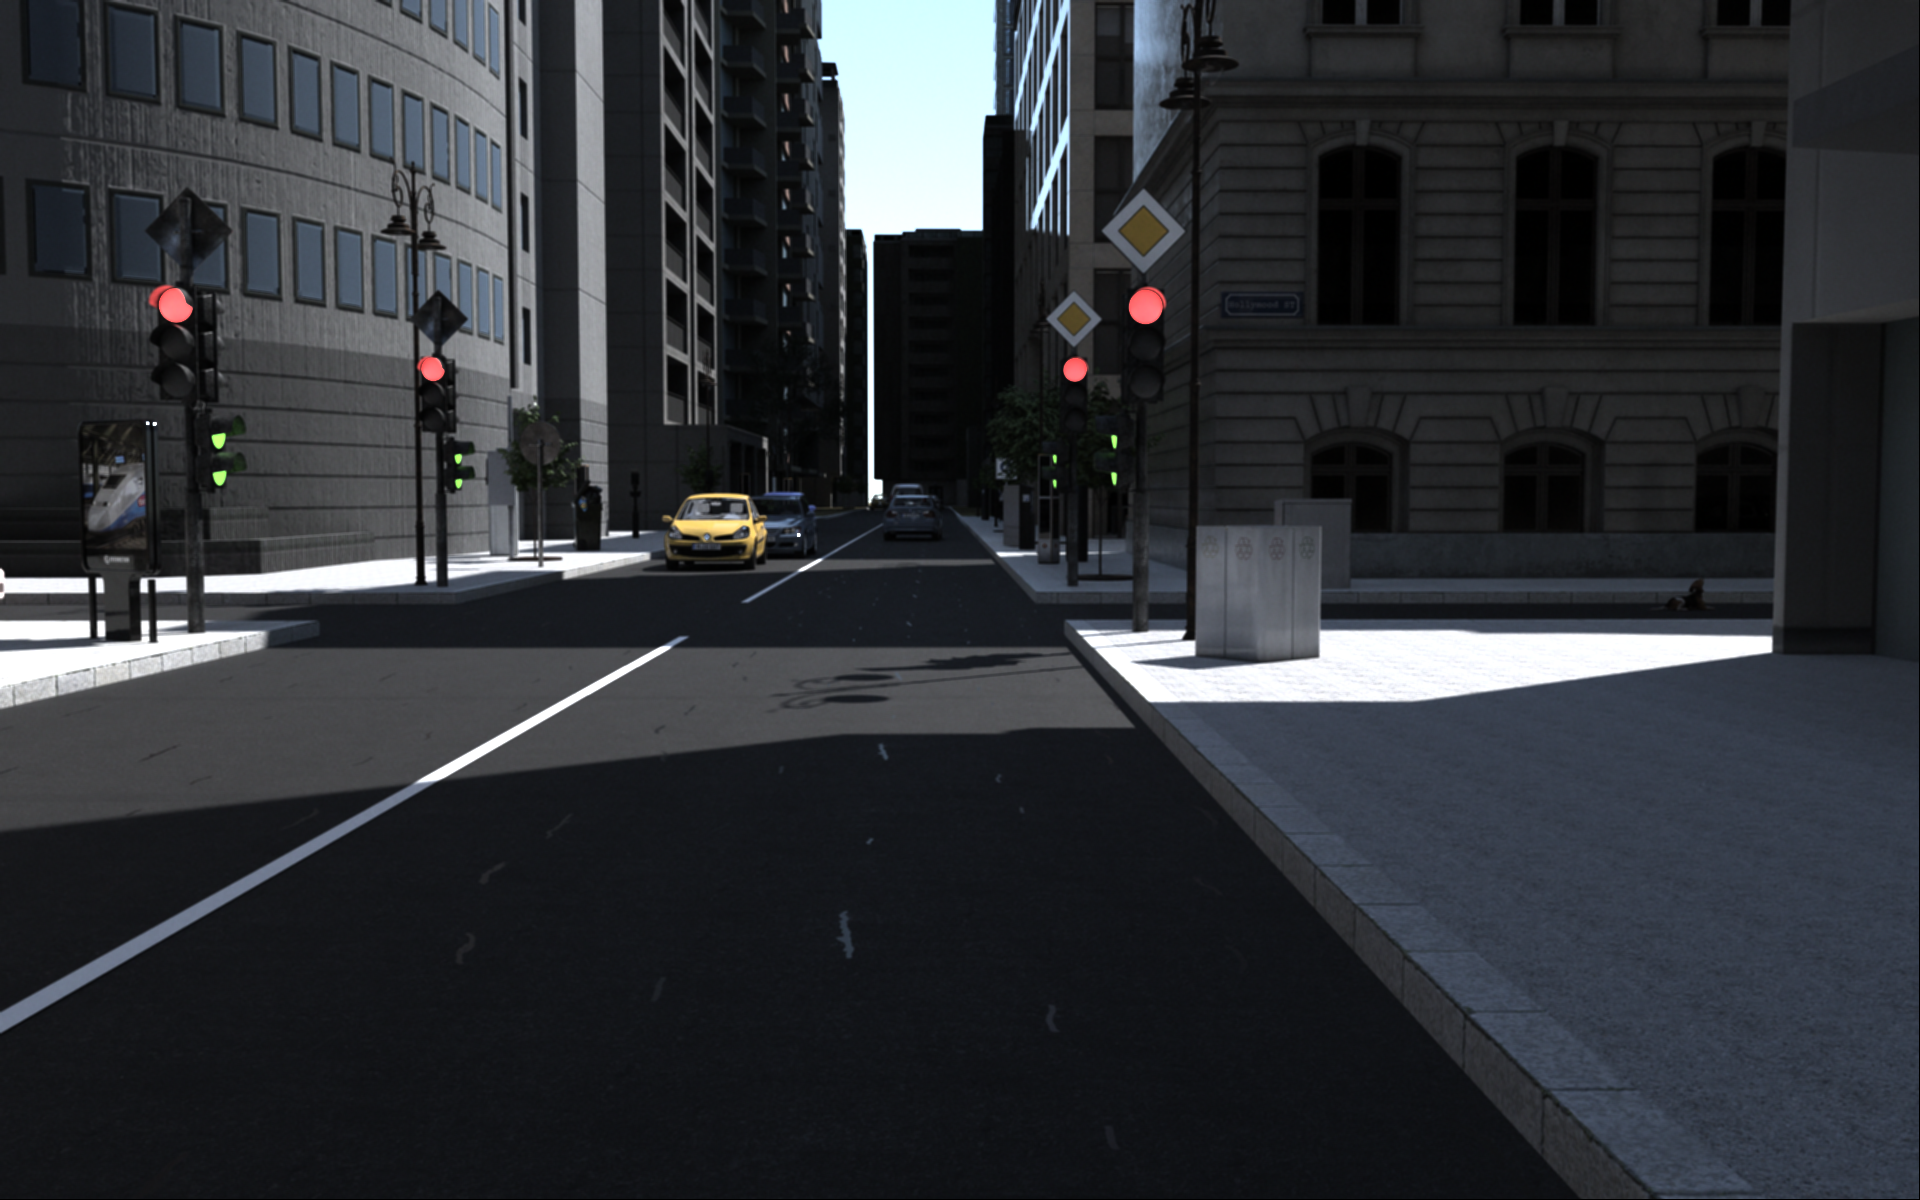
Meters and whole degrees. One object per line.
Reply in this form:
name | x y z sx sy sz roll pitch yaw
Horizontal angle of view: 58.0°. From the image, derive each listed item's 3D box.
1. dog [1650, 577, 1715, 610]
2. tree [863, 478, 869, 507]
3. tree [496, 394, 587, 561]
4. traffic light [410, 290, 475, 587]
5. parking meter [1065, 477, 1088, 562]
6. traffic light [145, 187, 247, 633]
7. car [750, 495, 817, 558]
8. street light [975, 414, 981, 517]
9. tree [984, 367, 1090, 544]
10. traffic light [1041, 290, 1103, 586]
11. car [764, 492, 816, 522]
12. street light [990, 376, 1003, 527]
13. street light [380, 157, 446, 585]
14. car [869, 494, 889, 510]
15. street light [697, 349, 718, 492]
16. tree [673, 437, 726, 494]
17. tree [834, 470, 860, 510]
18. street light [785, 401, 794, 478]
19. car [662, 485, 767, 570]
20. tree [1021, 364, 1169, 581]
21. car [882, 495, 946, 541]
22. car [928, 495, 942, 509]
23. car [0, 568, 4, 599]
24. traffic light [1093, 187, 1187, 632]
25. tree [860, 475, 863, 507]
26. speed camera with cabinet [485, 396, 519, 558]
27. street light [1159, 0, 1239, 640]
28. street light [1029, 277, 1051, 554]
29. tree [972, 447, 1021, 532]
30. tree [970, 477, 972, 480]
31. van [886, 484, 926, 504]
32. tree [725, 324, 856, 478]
dog | 8.942 -0.076 21.440 0.748 0.427 0.550 2 4 25
tree | -9.844 -10.972 173.992 1.663 3.219 1.824 0 3 0
tree | -8.222 -2.372 33.386 1.663 3.219 1.824 0 3 0
traffic light | -7.158 -2.139 23.889 0.839 4.253 0.868 0 4 -1
parking meter | 2.213 -1.663 32.907 0.399 1.863 0.255 3 4 38
traffic light | -7.046 -1.650 15.905 0.839 4.253 0.868 0 4 -1
car | -4.306 -1.719 40.115 2.014 1.417 4.499 0 3 0
street light | 1.023 -7.679 98.337 0.468 5.910 1.993 0 4 -1
tree | 2.237 -3.751 45.038 4.285 4.588 4.351 0 3 0
traffic light | 1.552 -2.147 24.027 0.839 4.253 0.868 0 4 -1
car | -5.076 -2.458 49.788 1.945 1.707 3.694 0 4 -1
street light | 1.415 -5.814 67.845 0.468 5.910 1.993 0 4 -1
street light | -7.593 -3.146 24.221 0.468 5.910 1.993 0 4 -1
car | -7.151 -8.913 155.949 2.015 1.641 3.980 0 4 -1
street light | -8.051 -5.049 55.337 0.468 5.910 1.993 0 4 -1
tree | -8.651 -3.916 58.625 1.663 3.219 1.824 0 3 0
tree | -9.514 -8.886 139.890 1.663 3.219 1.824 0 3 0
street light | -8.426 -6.914 85.829 0.468 5.910 1.993 0 4 -1
car | -4.757 -1.455 34.006 2.015 1.641 3.980 0 4 -2
tree | 2.060 -1.928 26.126 1.663 3.219 1.824 0 3 0
car | -1.471 -2.607 54.633 2.014 1.417 4.499 0 4 1
car | -2.470 -7.607 136.743 2.083 1.381 4.827 0 4 0
car | -13.812 -0.484 20.278 4.827 1.381 2.083 0 4 0
traffic light | 1.664 -1.659 16.043 0.839 4.253 0.868 0 4 -1
tree | -9.933 -9.923 156.836 1.663 3.219 1.824 0 3 0
speed camera with cabinet | -9.414 -2.526 35.634 0.660 3.252 2.038 -1 4 -13
street light | 2.050 -2.587 15.086 0.468 5.910 1.993 0 4 -1
street light | 1.743 -3.934 37.103 0.468 5.910 1.993 0 4 -1
tree | 1.656 -3.915 58.619 1.663 3.219 1.824 0 3 0
tree | 1.360 -6.859 106.754 1.663 3.219 1.824 0 3 0
van | -2.155 -4.061 73.410 2.013 2.044 4.112 0 3 0
tree | -9.169 -9.773 94.198 8.767 10.594 7.601 2 4 32
